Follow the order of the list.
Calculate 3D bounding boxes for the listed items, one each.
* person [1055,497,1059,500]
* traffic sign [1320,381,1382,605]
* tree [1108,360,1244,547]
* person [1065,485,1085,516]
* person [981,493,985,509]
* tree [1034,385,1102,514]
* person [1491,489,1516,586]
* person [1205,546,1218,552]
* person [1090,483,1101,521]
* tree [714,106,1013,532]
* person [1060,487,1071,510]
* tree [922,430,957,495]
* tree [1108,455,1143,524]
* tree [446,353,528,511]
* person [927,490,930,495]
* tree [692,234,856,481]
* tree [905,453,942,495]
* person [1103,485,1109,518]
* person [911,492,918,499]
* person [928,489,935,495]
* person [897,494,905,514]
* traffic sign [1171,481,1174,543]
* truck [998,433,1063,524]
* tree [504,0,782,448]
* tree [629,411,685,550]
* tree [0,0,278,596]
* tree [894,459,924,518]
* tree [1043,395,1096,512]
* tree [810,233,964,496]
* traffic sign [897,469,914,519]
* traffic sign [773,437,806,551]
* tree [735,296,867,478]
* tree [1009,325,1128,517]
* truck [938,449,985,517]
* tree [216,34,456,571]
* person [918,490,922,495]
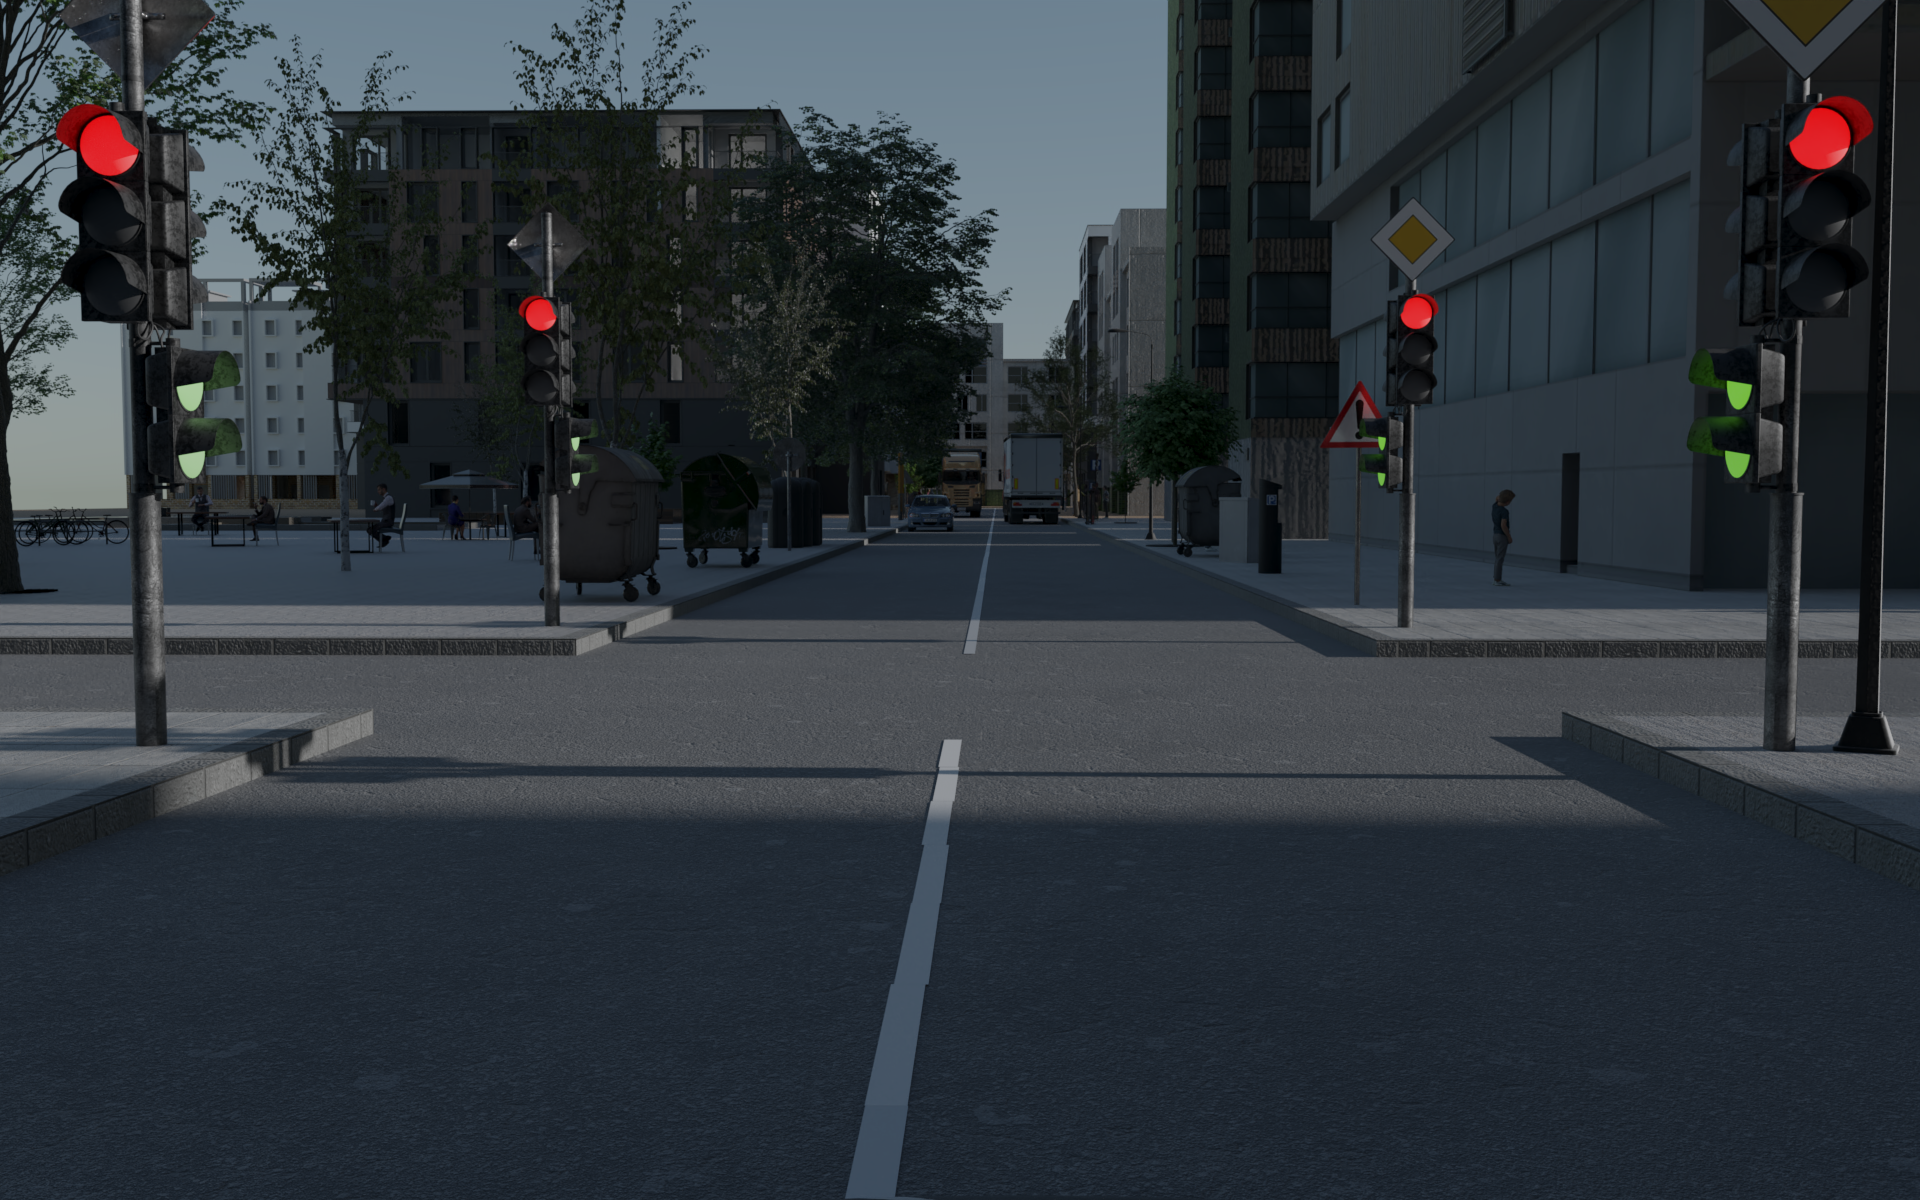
[{"bbox_3d":[9.092,-9.512,161.652,1.350,1.814,0.705,-2,4,-26],"label":"person"},{"bbox_3d":[4.595,-1.222,19.983,0.884,2.594,0.081,0,4,8],"label":"traffic sign"},{"bbox_3d":[5.190,-3.587,42.361,4.285,4.588,4.351,0,3,0],"label":"tree"},{"bbox_3d":[6.757,-5.765,100.399,1.348,1.812,0.705,0,4,-4],"label":"person"},{"bbox_3d":[1.997,-9.257,160.651,0.742,1.727,0.445,1,4,9],"label":"person"},{"bbox_3d":[7.057,-9.750,109.769,4.360,8.622,3.978,0,3,0],"label":"tree"},{"bbox_3d":[7.583,-0.873,24.224,0.340,1.345,0.435,-2,4,-23],"label":"person"},{"bbox_3d":[5.604,-1.963,38.858,0.376,1.734,0.841,0,4,2],"label":"person"},{"bbox_3d":[6.482,-4.722,83.383,0.598,1.807,0.434,-1,4,-11],"label":"person"},{"bbox_3d":[-3.369,-9.248,57.852,9.857,13.997,8.962,0,3,0],"label":"tree"},{"bbox_3d":[8.341,-8.098,138.465,0.705,1.821,1.348,-2,4,-34],"label":"person"},{"bbox_3d":[-1.986,-12.068,147.680,4.737,8.622,4.395,0,3,0],"label":"tree"},{"bbox_3d":[7.185,-4.965,75.773,1.663,3.219,1.824,0,3,0],"label":"tree"},{"bbox_3d":[-24.210,-8.511,89.513,4.360,8.622,3.978,0,3,0],"label":"tree"},{"bbox_3d":[-2.934,-9.854,167.878,0.721,1.743,1.217,1,4,19],"label":"person"},{"bbox_3d":[-5.097,-6.009,48.614,4.360,8.622,3.978,0,3,0],"label":"tree"},{"bbox_3d":[-2.320,-8.253,118.646,4.285,4.588,4.351,0,3,0],"label":"tree"},{"bbox_3d":[7.688,-5.158,91.103,0.376,1.734,0.841,1,4,10],"label":"person"},{"bbox_3d":[-3.696,-8.248,141.614,0.721,1.735,1.217,-2,4,-30],"label":"person"},{"bbox_3d":[-2.441,-8.975,153.515,1.217,1.736,0.721,3,5,44],"label":"person"},{"bbox_3d":[-3.791,-6.472,112.567,0.721,1.736,1.217,-2,4,-26],"label":"person"},{"bbox_3d":[5.628,-2.801,45.806,0.884,2.594,0.081,0,4,4],"label":"traffic sign"},{"bbox_3d":[3.465,-5.914,85.609,2.839,4.237,11.283,0,4,-1],"label":"truck"},{"bbox_3d":[-4.902,-4.600,25.580,4.737,8.622,4.395,0,3,0],"label":"tree"},{"bbox_3d":[-7.135,-2.805,40.461,1.663,3.219,1.824,0,3,0],"label":"tree"},{"bbox_3d":[-12.496,-5.895,22.131,9.928,11.665,9.643,0,3,0],"label":"tree"},{"bbox_3d":[-2.991,-6.358,98.552,1.663,3.219,1.824,0,3,0],"label":"tree"},{"bbox_3d":[7.696,-10.688,125.110,4.737,8.622,4.395,0,3,0],"label":"tree"},{"bbox_3d":[-3.378,-9.657,76.024,7.486,12.596,7.792,0,3,0],"label":"tree"},{"bbox_3d":[-2.807,-5.445,89.022,0.884,2.594,0.081,0,4,5],"label":"traffic sign"},{"bbox_3d":[-3.850,-2.380,39.024,0.768,2.556,0.104,1,4,10],"label":"traffic sign"},{"bbox_3d":[-7.797,-9.872,87.166,9.928,11.665,9.643,0,3,0],"label":"tree"},{"bbox_3d":[6.189,-9.898,96.238,7.601,10.594,8.767,0,4,7],"label":"tree"},{"bbox_3d":[0.125,-7.365,109.329,2.839,4.237,11.283,0,4,0],"label":"truck"},{"bbox_3d":[-10.049,-4.795,28.761,4.737,8.622,4.395,0,3,0],"label":"tree"},{"bbox_3d":[-3.683,-9.266,157.497,0.705,1.831,1.348,2,4,34],"label":"person"}]
